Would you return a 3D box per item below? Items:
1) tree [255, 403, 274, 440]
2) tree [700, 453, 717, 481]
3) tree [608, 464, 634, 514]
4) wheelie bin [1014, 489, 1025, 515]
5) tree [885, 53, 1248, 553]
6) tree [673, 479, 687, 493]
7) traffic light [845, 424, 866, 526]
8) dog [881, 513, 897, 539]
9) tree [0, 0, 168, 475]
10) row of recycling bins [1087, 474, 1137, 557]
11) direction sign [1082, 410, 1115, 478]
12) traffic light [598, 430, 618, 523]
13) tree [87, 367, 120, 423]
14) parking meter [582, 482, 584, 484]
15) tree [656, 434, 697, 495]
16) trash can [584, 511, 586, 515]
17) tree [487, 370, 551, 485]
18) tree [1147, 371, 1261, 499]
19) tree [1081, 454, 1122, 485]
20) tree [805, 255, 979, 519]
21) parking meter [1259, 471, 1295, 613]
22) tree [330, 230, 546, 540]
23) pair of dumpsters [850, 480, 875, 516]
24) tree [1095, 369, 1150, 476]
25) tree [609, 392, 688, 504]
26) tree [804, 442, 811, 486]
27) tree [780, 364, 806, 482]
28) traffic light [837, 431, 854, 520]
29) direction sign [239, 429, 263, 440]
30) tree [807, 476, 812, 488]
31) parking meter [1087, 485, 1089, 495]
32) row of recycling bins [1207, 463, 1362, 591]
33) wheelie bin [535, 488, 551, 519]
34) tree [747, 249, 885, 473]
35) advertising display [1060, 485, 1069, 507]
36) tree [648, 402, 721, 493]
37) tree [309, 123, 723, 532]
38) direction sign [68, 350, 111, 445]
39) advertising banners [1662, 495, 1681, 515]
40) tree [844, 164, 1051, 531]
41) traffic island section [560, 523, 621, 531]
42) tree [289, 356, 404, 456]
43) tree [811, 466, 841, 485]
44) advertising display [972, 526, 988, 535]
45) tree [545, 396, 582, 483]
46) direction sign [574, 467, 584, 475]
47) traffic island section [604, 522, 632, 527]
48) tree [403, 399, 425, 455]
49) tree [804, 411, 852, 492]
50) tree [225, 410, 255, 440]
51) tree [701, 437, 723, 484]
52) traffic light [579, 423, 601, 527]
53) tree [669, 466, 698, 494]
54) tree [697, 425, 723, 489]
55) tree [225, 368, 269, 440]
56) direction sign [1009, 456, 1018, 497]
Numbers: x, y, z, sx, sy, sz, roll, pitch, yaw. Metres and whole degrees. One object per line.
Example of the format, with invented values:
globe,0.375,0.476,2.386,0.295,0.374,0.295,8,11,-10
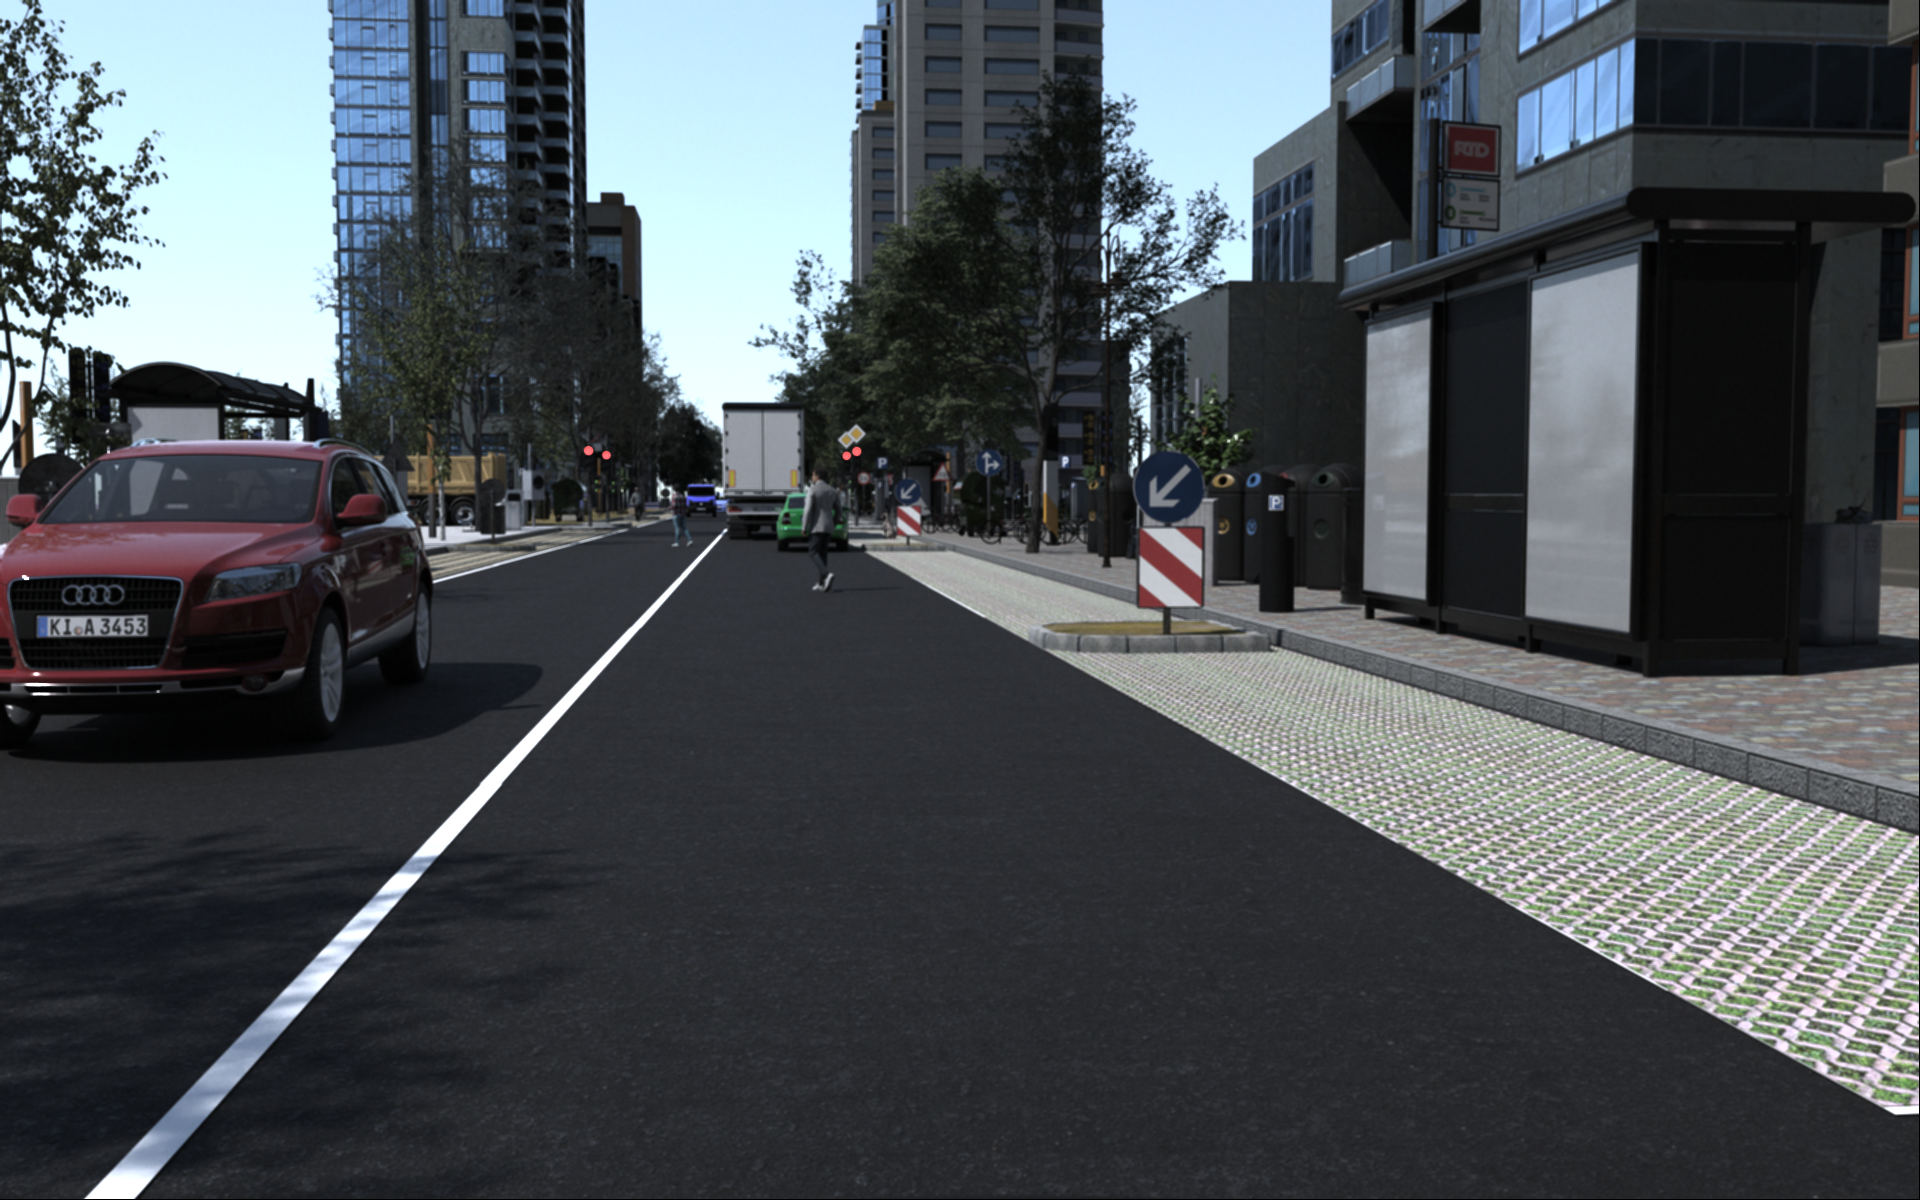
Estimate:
tree,-50.557,-10.889,128.398,4.360,8.622,3.978,0,3,0
tree,-40.377,-20.154,263.927,7.601,10.594,8.767,2,4,27
tree,-22.003,-7.185,112.080,1.663,3.219,1.824,0,3,0
wheelie bin,3.639,-6.044,106.730,0.693,1.594,0.980,-1,4,-17
tree,1.817,-6.279,37.071,7.601,10.594,8.767,3,5,41
tree,-30.887,-11.946,189.915,1.663,3.219,1.824,0,3,0
traffic light,-4.164,-4.920,69.360,0.839,4.253,0.868,0,4,-7
dog,-2.268,-2.322,54.803,0.513,0.831,0.800,0,4,2
tree,-12.000,-4.348,21.452,4.737,8.622,4.395,0,3,0
row of recycling bins,3.298,-1.815,36.786,1.069,1.692,3.534,0,4,0
direction sign,3.742,-3.371,47.110,0.876,3.537,0.379,-1,4,-18
traffic light,-15.474,-5.331,76.075,0.839,4.253,0.868,0,4,-7
tree,-47.080,-8.995,97.432,4.360,8.622,3.978,0,3,0
parking meter,-18.258,-4.728,83.019,0.399,1.863,0.255,1,4,13
tree,-30.344,-14.297,184.117,4.737,8.622,4.395,0,3,0
trash can,-23.014,-5.763,105.876,0.748,1.137,0.748,0,3,0
tree,-25.765,-9.276,102.030,4.360,8.622,3.978,0,3,0
tree,4.001,-2.003,27.349,1.663,3.219,1.824,0,3,0
tree,11.359,-9.465,138.458,4.285,4.588,4.351,0,3,0
tree,-3.387,-11.247,90.538,9.857,13.997,8.962,0,3,0
parking meter,3.451,-0.638,18.839,0.372,1.533,0.369,0,3,0
tree,-14.492,-5.940,47.486,4.737,8.622,4.395,0,3,0
pair of dumpsters,-5.783,-6.295,105.417,1.574,2.255,4.437,0,4,-7
tree,9.560,-9.112,99.347,4.360,8.622,3.978,0,3,0
tree,-26.556,-13.002,146.992,7.601,10.594,8.767,-1,4,-10
tree,-27.295,-23.030,294.668,7.486,12.596,7.792,0,3,0
tree,-11.776,-15.409,158.594,9.857,13.997,8.962,0,3,0
traffic light,-5.084,-5.405,77.292,0.839,4.253,0.868,0,4,-7
direction sign,-24.541,-4.161,60.033,0.876,3.537,0.379,1,4,12
tree,-18.230,-17.405,210.328,9.928,11.665,9.643,0,3,0
parking meter,7.519,-5.950,102.989,0.255,1.863,0.399,-2,4,-34
row of recycling bins,4.643,-1.070,24.615,1.069,1.692,3.534,-1,4,-22
wheelie bin,-21.134,-4.880,87.697,0.693,1.594,0.980,-3,5,-44
tree,-9.769,-17.090,135.315,12.611,20.169,13.585,0,3,0
advertising display,7.210,-6.983,119.393,0.123,1.923,0.974,3,4,37
tree,-34.044,-18.065,212.367,9.611,12.733,9.660,0,3,0
tree,-16.454,-9.063,58.544,12.009,13.543,11.850,0,3,0
direction sign,-13.842,-2.179,27.624,0.379,3.537,0.876,1,4,13
advertising banners,7.544,-1.378,18.712,0.090,3.025,2.074,0,4,-3
tree,-0.332,-8.704,60.438,7.486,12.596,7.792,0,3,0
traffic island section,-14.595,-2.813,68.273,2.009,0.180,2.903,0,4,-7
tree,-32.097,-8.521,89.679,4.360,8.622,3.978,0,3,0
tree,-13.346,-11.653,174.241,4.285,4.588,4.351,0,3,0
advertising display,0.664,-3.031,54.769,0.123,1.923,0.974,2,4,35
tree,-28.071,-10.376,120.006,4.737,8.622,4.395,0,3,0
direction sign,-31.319,-9.196,142.345,0.876,3.537,0.379,1,4,9
traffic island section,-15.515,-3.298,76.205,2.009,0.180,2.903,0,4,-7
tree,-32.290,-9.023,97.895,4.360,8.622,3.978,0,3,0
tree,-10.537,-11.901,144.937,4.737,8.622,4.395,0,3,0
tree,-47.377,-9.648,108.114,4.360,8.622,3.978,0,3,0
tree,-43.864,-22.567,294.720,9.928,11.665,9.643,0,3,0
traffic light,-14.554,-4.845,68.143,0.839,4.253,0.868,0,4,-7
tree,-31.609,-13.103,197.939,4.285,4.588,4.351,0,3,0
tree,-44.537,-24.623,309.245,9.857,13.997,8.962,0,3,0
tree,-42.900,-9.270,101.921,4.737,8.622,4.395,0,3,0
direction sign,3.071,-6.823,103.552,0.876,3.537,0.379,-2,4,-28
